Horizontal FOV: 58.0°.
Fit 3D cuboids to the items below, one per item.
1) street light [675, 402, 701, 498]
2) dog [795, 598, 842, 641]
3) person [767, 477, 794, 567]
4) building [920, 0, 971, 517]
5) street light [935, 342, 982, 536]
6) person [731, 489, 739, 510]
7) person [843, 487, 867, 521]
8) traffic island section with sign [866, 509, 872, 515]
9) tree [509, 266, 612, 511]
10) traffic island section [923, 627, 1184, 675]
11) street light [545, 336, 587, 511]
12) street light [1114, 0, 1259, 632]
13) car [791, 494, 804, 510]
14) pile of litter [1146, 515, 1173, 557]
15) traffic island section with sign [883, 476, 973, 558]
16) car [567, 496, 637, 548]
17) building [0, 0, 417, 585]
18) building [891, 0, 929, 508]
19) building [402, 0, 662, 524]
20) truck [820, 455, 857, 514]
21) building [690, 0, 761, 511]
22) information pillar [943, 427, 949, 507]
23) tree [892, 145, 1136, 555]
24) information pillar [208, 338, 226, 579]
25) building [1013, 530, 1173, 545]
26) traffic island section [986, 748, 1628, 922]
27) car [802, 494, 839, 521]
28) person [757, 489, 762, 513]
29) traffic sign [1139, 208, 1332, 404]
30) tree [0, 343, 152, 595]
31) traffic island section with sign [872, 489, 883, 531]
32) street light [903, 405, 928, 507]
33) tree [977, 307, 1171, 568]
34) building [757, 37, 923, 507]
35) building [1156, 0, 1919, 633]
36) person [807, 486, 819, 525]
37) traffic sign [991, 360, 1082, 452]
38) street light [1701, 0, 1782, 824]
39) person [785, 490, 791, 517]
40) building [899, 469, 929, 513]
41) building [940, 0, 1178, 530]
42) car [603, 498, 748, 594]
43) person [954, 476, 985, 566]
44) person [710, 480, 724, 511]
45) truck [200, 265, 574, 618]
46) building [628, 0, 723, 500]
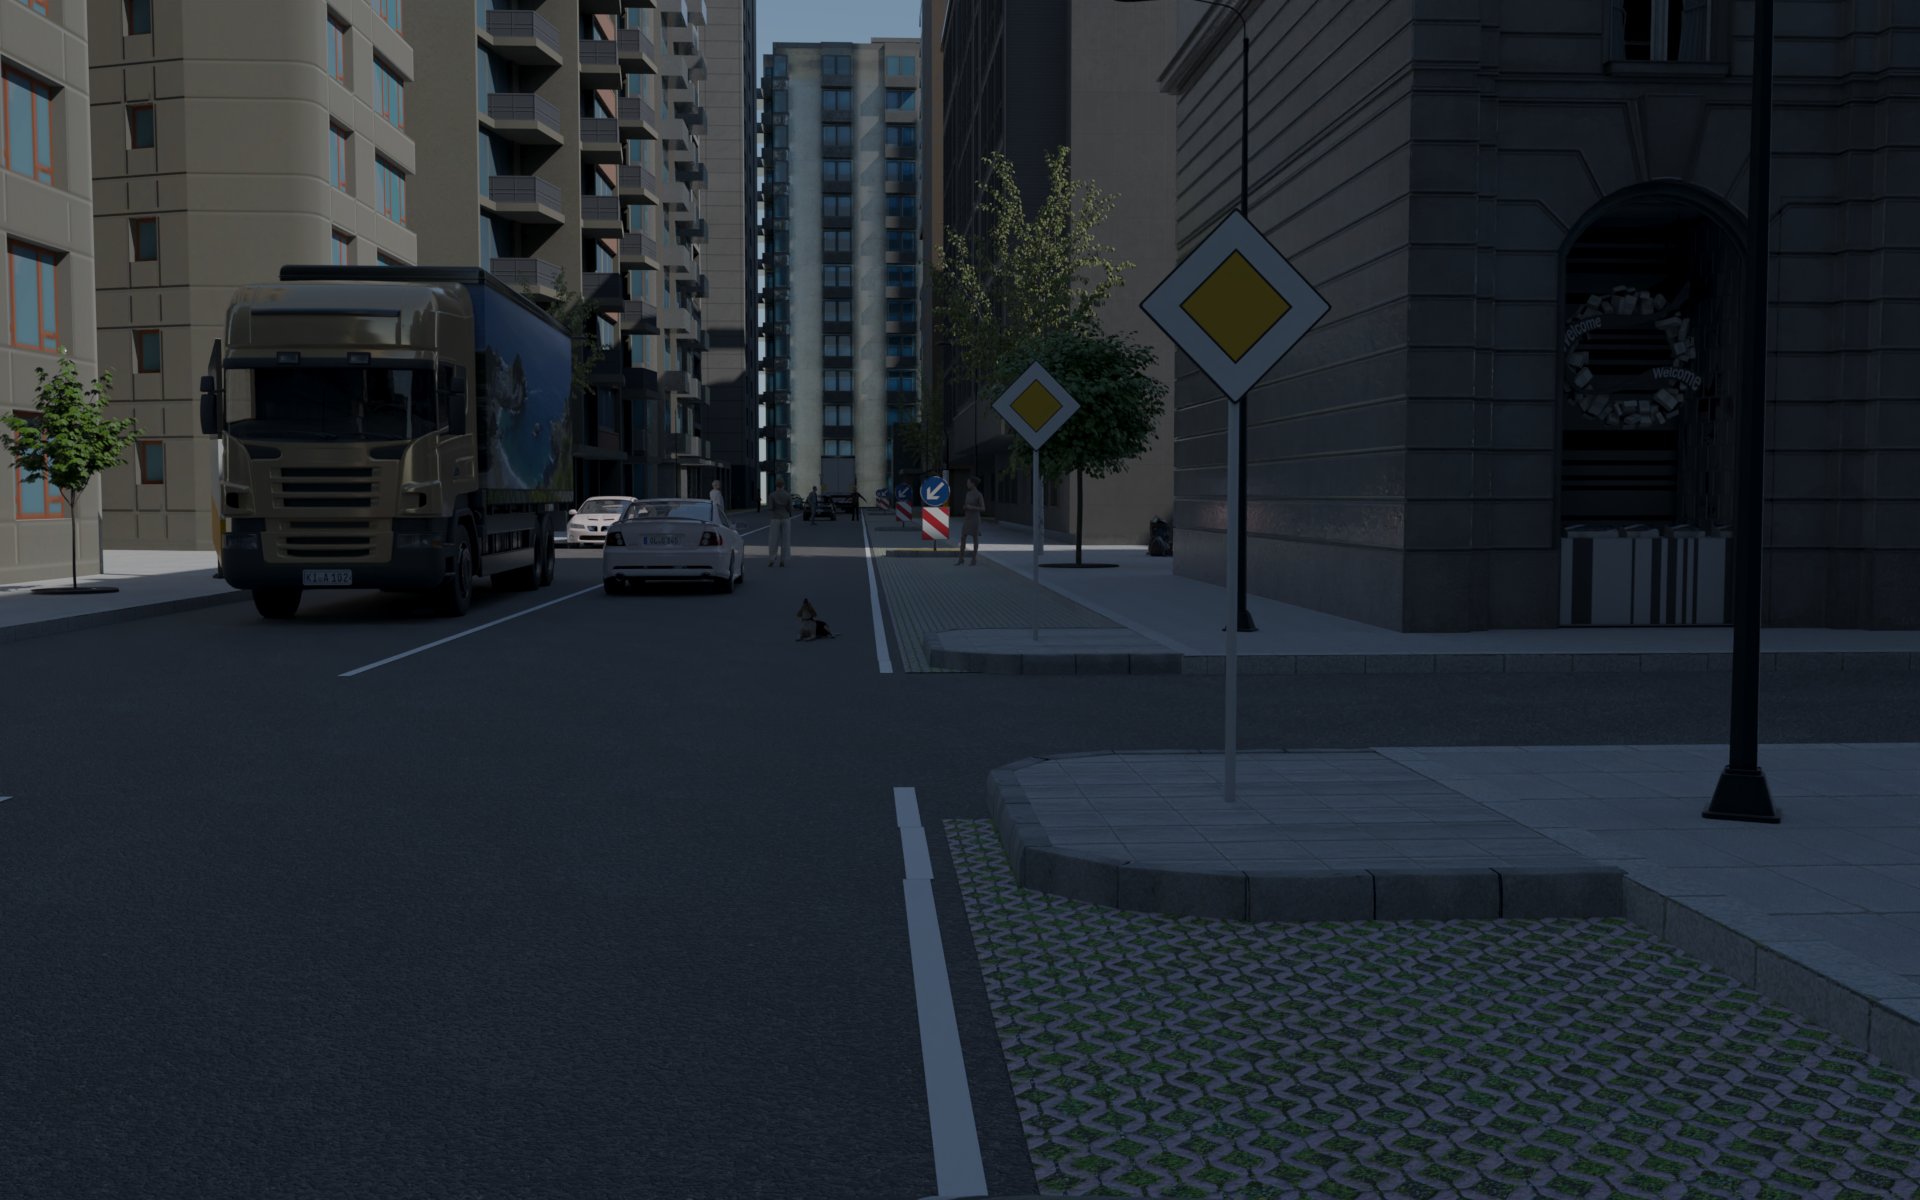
[{"bbox_3d":[-13.791,-7.031,87.504,1.470,5.913,1.316,0,4,-3],"label":"street light"},{"bbox_3d":[-1.381,0.185,17.176,0.748,0.427,0.550,-2,4,-33],"label":"dog"},{"bbox_3d":[-3.551,-1.538,34.203,0.519,1.759,0.362,-1,4,-12],"label":"person"},{"bbox_3d":[4.926,-27.716,103.271,14.600,45.320,14.200,0,4,-3],"label":"building"},{"bbox_3d":[-0.049,-4.922,53.014,1.470,5.913,1.316,0,4,-3],"label":"street light"},{"bbox_3d":[-18.607,-8.268,141.937,1.217,1.735,0.721,2,4,33],"label":"person"},{"bbox_3d":[-5.605,-5.142,92.709,1.348,1.807,0.705,0,4,7],"label":"person"},{"bbox_3d":[-5.199,-6.614,116.771,1.989,1.847,2.006,0,4,-3],"label":"traffic island section with sign"},{"bbox_3d":[-13.343,-6.419,55.308,4.737,8.622,4.395,0,3,0],"label":"tree"},{"bbox_3d":[0.705,0.434,15.187,2.009,0.180,2.903,0,4,-3],"label":"traffic island section"},{"bbox_3d":[-11.646,-4.800,51.021,1.470,5.913,1.316,0,4,-3],"label":"street light"},{"bbox_3d":[2.089,-2.661,16.049,1.470,5.913,1.316,0,4,-3],"label":"street light"},{"bbox_3d":[-15.098,-8.832,156.195,2.131,1.459,4.920,0,4,-3],"label":"car"},{"bbox_3d":[4.398,-1.349,36.017,1.176,0.858,1.719,1,4,18],"label":"pile of litter"},{"bbox_3d":[-0.707,-1.903,39.746,1.989,1.847,2.006,0,4,-3],"label":"traffic island section with sign"},{"bbox_3d":[-9.535,-2.136,47.282,2.083,1.381,4.827,0,4,-4],"label":"car"},{"bbox_3d":[-27.876,-11.445,32.172,27.650,21.520,28.899,0,4,-3],"label":"building"},{"bbox_3d":[5.457,-51.163,149.179,22.319,86.520,31.000,0,4,-3],"label":"building"},{"bbox_3d":[-24.657,-25.547,72.317,22.147,44.769,28.867,0,4,-3],"label":"building"},{"bbox_3d":[-9.158,-8.655,130.423,2.839,4.237,11.283,0,4,-4],"label":"truck"},{"bbox_3d":[-28.848,-43.763,153.773,20.611,71.187,20.563,0,4,-3],"label":"building"},{"bbox_3d":[-0.501,-4.234,60.576,0.183,3.616,0.504,-1,4,-16],"label":"information pillar"},{"bbox_3d":[1.441,-5.241,36.050,4.737,8.622,4.395,0,3,0],"label":"tree"},{"bbox_3d":[-11.290,-2.139,26.333,0.183,3.616,0.504,-3,4,-37],"label":"information pillar"},{"bbox_3d":[7.514,-15.962,54.483,14.314,27.812,24.014,0,4,-3],"label":"building"},{"bbox_3d":[1.169,0.921,7.216,2.009,0.180,2.903,0,4,-3],"label":"traffic island section"},{"bbox_3d":[-7.587,-5.134,93.733,2.009,1.686,4.222,0,4,-2],"label":"car"},{"bbox_3d":[-15.327,-7.568,132.201,0.705,1.831,1.348,0,4,4],"label":"person"},{"bbox_3d":[1.146,-0.302,7.132,0.795,2.593,0.064,0,4,-3],"label":"traffic sign"},{"bbox_3d":[-11.648,-1.702,22.429,1.663,3.219,1.824,0,3,0],"label":"tree"},{"bbox_3d":[-2.305,-3.565,66.915,1.989,1.847,2.006,0,4,-3],"label":"traffic island section with sign"},{"bbox_3d":[-2.251,-7.195,90.175,1.470,5.913,1.316,0,4,-3],"label":"street light"},{"bbox_3d":[2.017,-2.861,30.497,4.285,4.588,4.351,0,3,0],"label":"tree"},{"bbox_3d":[-6.596,-34.565,184.750,30.456,49.044,23.786,0,4,-3],"label":"building"},{"bbox_3d":[15.261,-11.010,21.810,24.055,21.916,13.314,0,4,-3],"label":"building"},{"bbox_3d":[-6.797,-4.391,80.399,0.391,1.810,0.635,1,4,20],"label":"person"},{"bbox_3d":[0.682,-0.790,15.103,0.795,2.593,0.064,0,4,-3],"label":"traffic sign"},{"bbox_3d":[2.579,-2.090,6.706,1.470,5.913,1.316,0,4,-3],"label":"street light"},{"bbox_3d":[-10.846,-6.056,108.441,0.530,1.710,0.541,-1,4,-18],"label":"person"},{"bbox_3d":[11.881,-26.379,123.171,32.217,40.220,23.993,0,4,-3],"label":"building"},{"bbox_3d":[6.749,-17.441,78.669,14.314,27.812,24.014,0,4,-3],"label":"building"},{"bbox_3d":[-4.297,-0.855,26.340,2.083,1.381,4.827,0,4,-4],"label":"car"},{"bbox_3d":[0.189,-1.565,34.424,0.374,1.781,0.599,-3,5,-44],"label":"person"},{"bbox_3d":[-7.182,-2.602,50.917,0.514,1.842,0.818,2,4,27],"label":"person"},{"bbox_3d":[-7.263,-2.119,23.566,2.839,4.237,11.283,0,4,-5],"label":"truck"},{"bbox_3d":[-26.945,-29.583,103.297,23.786,49.044,30.456,0,4,-3],"label":"building"}]
